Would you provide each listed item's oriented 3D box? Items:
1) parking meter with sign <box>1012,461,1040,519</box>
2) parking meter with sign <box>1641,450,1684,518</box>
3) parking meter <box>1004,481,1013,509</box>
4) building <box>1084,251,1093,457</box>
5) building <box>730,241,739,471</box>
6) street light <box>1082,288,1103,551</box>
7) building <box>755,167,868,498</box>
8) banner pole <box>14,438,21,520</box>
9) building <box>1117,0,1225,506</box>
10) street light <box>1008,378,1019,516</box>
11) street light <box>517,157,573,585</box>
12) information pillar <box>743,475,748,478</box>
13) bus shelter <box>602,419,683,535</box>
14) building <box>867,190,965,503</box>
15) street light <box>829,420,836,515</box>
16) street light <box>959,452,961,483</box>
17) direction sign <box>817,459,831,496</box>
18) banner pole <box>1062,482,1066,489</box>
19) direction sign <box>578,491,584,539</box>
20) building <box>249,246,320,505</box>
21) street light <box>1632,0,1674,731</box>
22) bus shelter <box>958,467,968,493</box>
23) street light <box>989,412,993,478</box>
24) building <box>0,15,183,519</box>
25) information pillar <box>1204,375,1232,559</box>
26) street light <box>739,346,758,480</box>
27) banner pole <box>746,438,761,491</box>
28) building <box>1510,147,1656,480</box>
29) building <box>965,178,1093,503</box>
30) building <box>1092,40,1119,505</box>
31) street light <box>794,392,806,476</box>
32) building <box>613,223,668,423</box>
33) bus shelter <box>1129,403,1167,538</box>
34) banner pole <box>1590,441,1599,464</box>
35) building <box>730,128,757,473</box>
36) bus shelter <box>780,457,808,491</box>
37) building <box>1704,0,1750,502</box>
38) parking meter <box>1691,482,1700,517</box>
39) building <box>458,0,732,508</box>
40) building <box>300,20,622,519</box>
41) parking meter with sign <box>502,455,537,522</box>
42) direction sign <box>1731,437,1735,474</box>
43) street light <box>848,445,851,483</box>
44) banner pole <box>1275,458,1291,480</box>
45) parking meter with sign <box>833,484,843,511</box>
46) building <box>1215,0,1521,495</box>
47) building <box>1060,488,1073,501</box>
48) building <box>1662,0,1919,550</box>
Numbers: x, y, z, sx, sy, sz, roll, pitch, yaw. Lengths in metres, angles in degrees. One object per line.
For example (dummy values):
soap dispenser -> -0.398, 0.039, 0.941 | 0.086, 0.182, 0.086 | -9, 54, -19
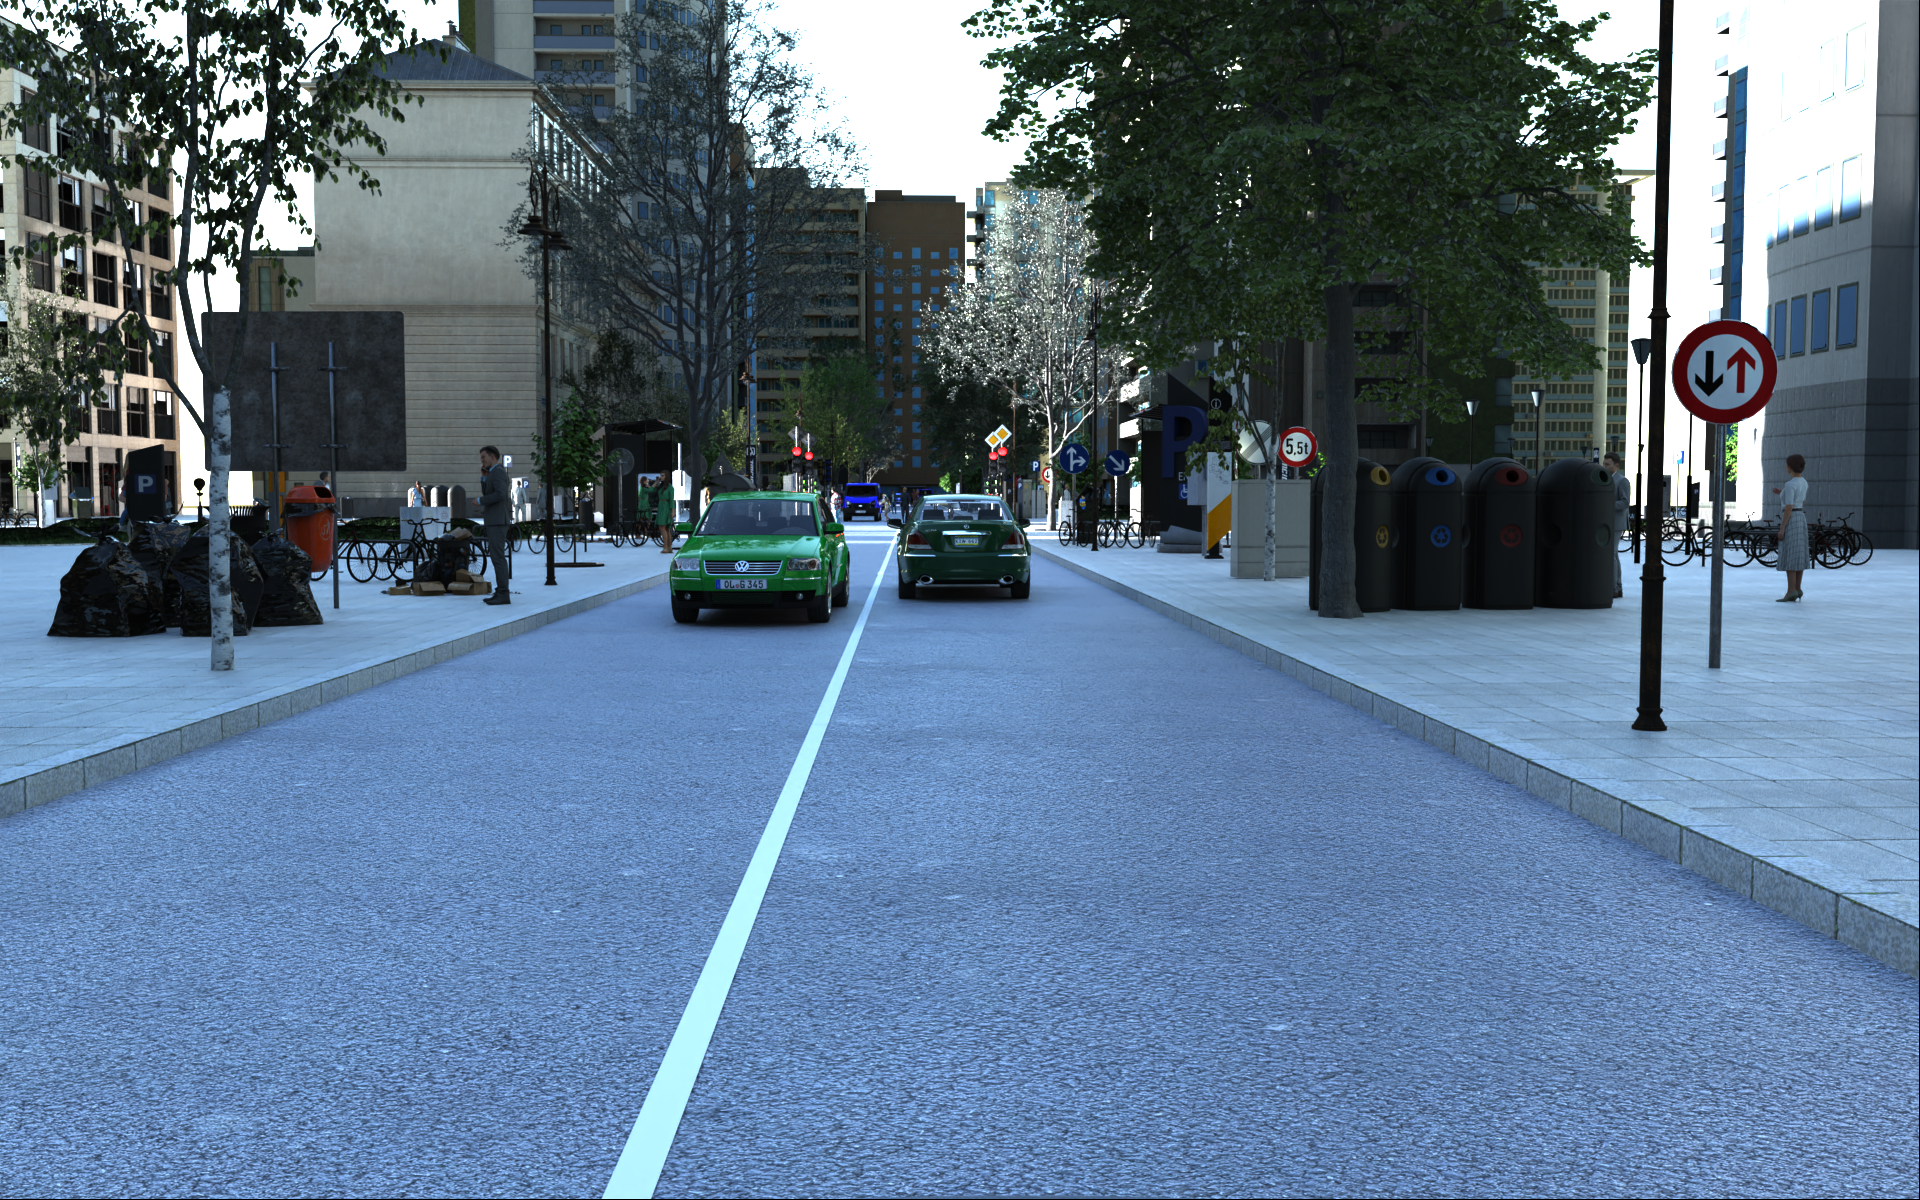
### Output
parking meter with sign -> 3.367, -5.773, 90.657 | 1.738, 3.016, 0.543 | -3, 4, -39
parking meter with sign -> 27.927, -4.452, 69.049 | 1.738, 3.016, 0.543 | -1, 4, -17
parking meter -> 2.190, -4.495, 79.198 | 0.399, 1.863, 0.255 | -3, 4, -37
building -> 19.965, -25.189, 183.547 | 14.160, 30.474, 14.107 | 0, 4, -2
building -> -31.774, -25.452, 187.836 | 14.160, 30.474, 14.107 | 0, 4, -2
street light -> 3.044, -4.046, 38.947 | 0.468, 5.910, 1.993 | 0, 4, -2
building -> -24.452, -38.880, 259.384 | 21.600, 48.544, 21.300 | 0, 4, -2
banner pole -> -41.650, -5.295, 76.597 | 0.401, 3.779, 0.863 | -3, 5, -43
building -> 24.364, -31.387, 136.875 | 21.300, 48.544, 21.600 | 0, 4, -2
street light -> 2.181, -5.894, 69.163 | 0.468, 5.910, 1.993 | 0, 4, -2
street light -> -5.767, -3.147, 24.236 | 0.468, 5.910, 1.993 | 0, 4, -2
information pillar -> -8.280, -3.832, 67.148 | 0.304, 2.012, 0.304 | 0, 4, 6
bus shelter -> -10.377, -4.022, 57.042 | 1.731, 3.624, 6.357 | 0, 4, -2
building -> -6.494, -37.152, 257.543 | 14.200, 45.320, 14.600 | 0, 4, -2
street light -> -7.969, -8.289, 108.307 | 0.468, 5.910, 1.993 | 0, 4, -2
street light -> -0.020, -10.978, 152.278 | 0.468, 5.910, 1.993 | 0, 4, -2
direction sign -> -8.770, -7.336, 111.942 | 0.876, 3.537, 0.379 | 0, 4, 6
banner pole -> 5.529, -6.234, 91.940 | 0.401, 3.779, 0.863 | 1, 4, 22
direction sign -> -10.614, -3.439, 48.228 | 0.379, 3.537, 0.876 | -1, 4, -20
building -> -74.965, -26.559, 205.934 | 14.107, 30.474, 14.160 | 0, 4, -2
street light -> 3.760, -2.231, 9.270 | 0.468, 5.910, 1.993 | 0, 4, -2
bus shelter -> 0.891, -9.559, 133.914 | 2.179, 5.291, 8.768 | 0, 4, -2
street light -> 1.587, -7.294, 92.050 | 0.468, 5.910, 1.993 | 0, 4, -2
building -> -65.909, -17.993, 98.703 | 34.151, 26.468, 19.350 | 0, 4, -2
information pillar -> 5.119, -2.624, 34.254 | 0.504, 3.616, 0.183 | -1, 4, -10
street light -> -6.613, -4.986, 54.315 | 0.468, 5.910, 1.993 | 0, 4, -2
banner pole -> -9.161, -5.336, 77.256 | 0.863, 3.779, 0.401 | 0, 4, 2
building -> 61.675, -31.071, 199.898 | 23.993, 40.220, 32.217 | 0, 4, -2
building -> 16.039, -39.259, 261.491 | 30.456, 49.044, 23.786 | 0, 4, -2
building -> 20.582, -31.735, 168.978 | 14.600, 45.320, 14.200 | 0, 4, -2
street light -> -7.225, -6.474, 78.631 | 0.468, 5.910, 1.993 | 0, 4, -2
building -> -29.683, -17.448, 127.071 | 13.314, 21.916, 24.055 | 0, 4, -2
bus shelter -> 5.912, -3.470, 48.016 | 1.731, 3.624, 6.357 | 0, 4, -2
banner pole -> 30.094, -5.641, 82.243 | 0.401, 3.779, 0.863 | -1, 4, -12
building -> -31.892, -33.954, 205.263 | 14.200, 45.320, 14.600 | 0, 4, -2
bus shelter -> -10.321, -7.255, 109.901 | 1.731, 3.624, 6.357 | 0, 4, -2
building -> 52.746, -27.387, 97.895 | 14.200, 45.320, 14.600 | 0, 4, -2
parking meter -> 34.767, -4.663, 81.947 | 0.399, 1.863, 0.255 | 0, 4, 2
building -> -33.947, -38.130, 165.420 | 21.231, 58.520, 28.212 | 0, 4, -2
building -> -28.113, -18.650, 102.195 | 12.463, 27.353, 25.104 | 0, 4, -2
parking meter with sign -> -19.539, -4.938, 76.990 | 1.738, 3.016, 0.543 | 2, 4, 33
direction sign -> 30.767, -4.652, 68.051 | 0.876, 3.537, 0.379 | 2, 4, 33
street light -> -8.904, -10.183, 139.272 | 0.468, 5.910, 1.993 | 0, 4, -2
banner pole -> 12.925, -4.881, 69.816 | 0.863, 3.779, 0.401 | 1, 4, 11
parking meter with sign -> -9.413, -8.400, 133.598 | 1.738, 3.016, 0.543 | 1, 4, 15
building -> 22.555, -19.998, 98.671 | 14.107, 30.474, 14.160 | 0, 4, -2
building -> 28.491, -31.274, 203.217 | 32.217, 40.220, 23.993 | 0, 4, -2
building -> 31.455, -30.512, 40.872 | 21.231, 58.520, 28.212 | 0, 4, -2
